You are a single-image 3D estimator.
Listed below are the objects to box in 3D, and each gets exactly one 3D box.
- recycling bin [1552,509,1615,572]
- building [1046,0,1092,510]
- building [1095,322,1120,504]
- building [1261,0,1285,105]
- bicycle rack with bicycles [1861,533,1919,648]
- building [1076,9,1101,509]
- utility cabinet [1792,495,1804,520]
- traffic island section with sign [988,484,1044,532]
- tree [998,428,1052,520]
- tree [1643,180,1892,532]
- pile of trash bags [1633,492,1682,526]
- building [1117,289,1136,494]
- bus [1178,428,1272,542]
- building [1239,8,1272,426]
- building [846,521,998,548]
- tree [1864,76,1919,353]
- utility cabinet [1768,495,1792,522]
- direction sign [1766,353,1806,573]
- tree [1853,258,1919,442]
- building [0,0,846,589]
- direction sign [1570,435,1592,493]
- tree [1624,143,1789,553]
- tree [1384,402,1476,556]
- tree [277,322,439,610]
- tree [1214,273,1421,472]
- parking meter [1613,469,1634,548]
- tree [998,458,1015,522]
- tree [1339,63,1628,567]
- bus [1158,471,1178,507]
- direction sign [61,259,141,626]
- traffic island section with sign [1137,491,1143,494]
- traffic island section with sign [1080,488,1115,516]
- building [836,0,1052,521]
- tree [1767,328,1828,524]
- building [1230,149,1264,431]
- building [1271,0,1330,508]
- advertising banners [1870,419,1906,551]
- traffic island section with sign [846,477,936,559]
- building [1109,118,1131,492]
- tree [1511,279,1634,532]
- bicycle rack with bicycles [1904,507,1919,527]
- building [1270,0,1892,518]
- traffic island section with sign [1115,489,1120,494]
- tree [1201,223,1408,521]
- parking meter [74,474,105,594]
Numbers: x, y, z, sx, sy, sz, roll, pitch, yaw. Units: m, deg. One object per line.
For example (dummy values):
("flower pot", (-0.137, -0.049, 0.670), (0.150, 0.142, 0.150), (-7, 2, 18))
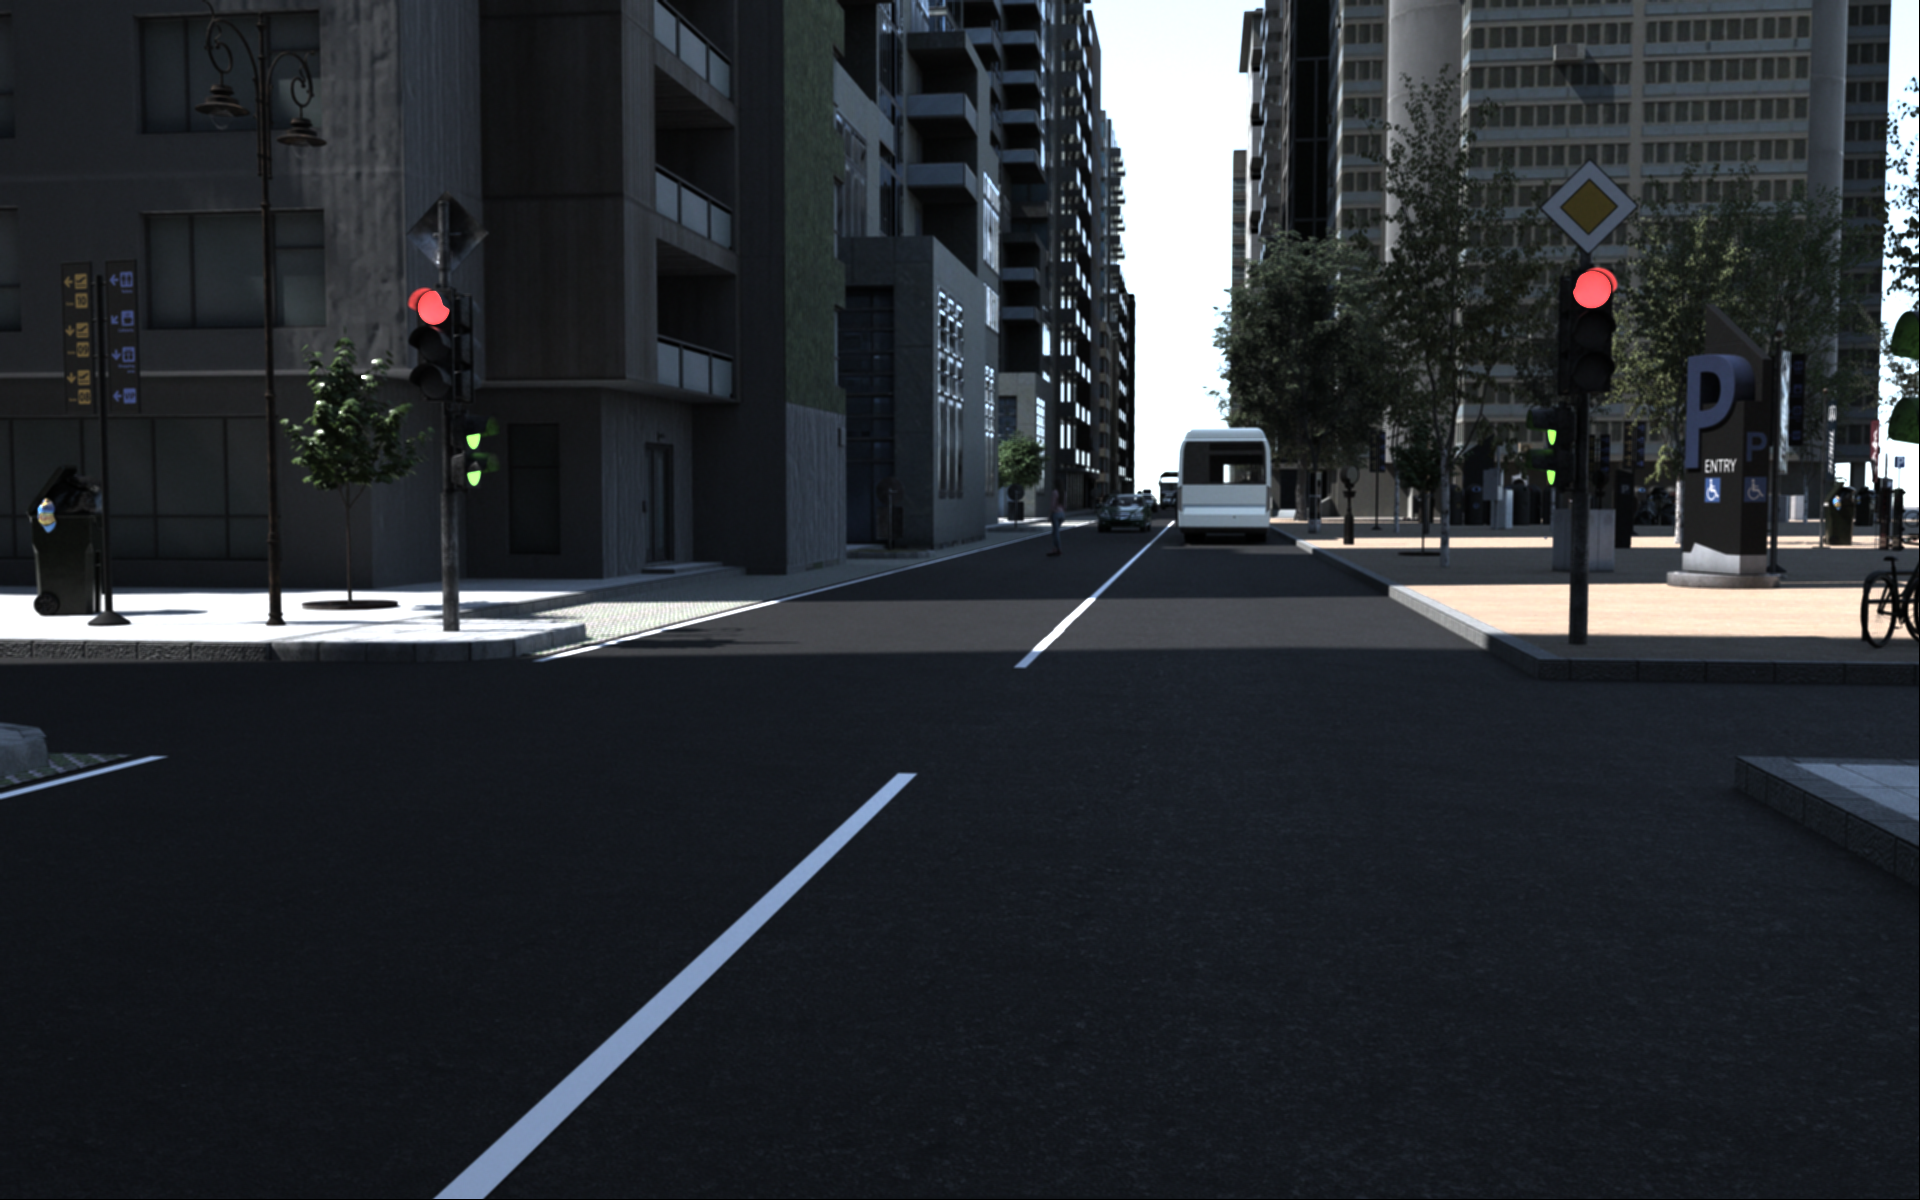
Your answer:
("recycling bin", (10.345, -0.990, 28.734), (0.722, 1.027, 0.722), (-1, 4, -19))
("building", (-1.201, -31.707, 138.011), (23.786, 49.044, 30.456), (0, 4, 8))
("building", (2.964, -21.099, 190.005), (27.650, 21.520, 28.899), (0, 4, 8))
("building", (36.814, -32.232, 146.602), (23.786, 49.044, 30.456), (0, 4, 8))
("bicycle rack with bicycles", (8.818, -0.075, 14.616), (2.925, 0.926, 2.852), (-1, 4, -17))
("building", (5.612, -31.166, 159.676), (14.600, 45.320, 14.200), (0, 4, 8))
("utility cabinet", (41.050, -4.507, 84.857), (1.020, 1.237, 0.306), (-3, 4, -38))
("traffic island section with sign", (2.141, -3.485, 65.612), (1.989, 1.847, 2.006), (0, 4, 8))
("tree", (2.965, -6.300, 86.715), (4.285, 4.588, 4.351), (0, 3, 0))
("tree", (27.263, -8.139, 58.821), (9.928, 11.665, 9.643), (0, 3, 0))
("pile of trash bags", (29.153, -3.790, 71.714), (1.912, 1.369, 3.447), (3, 4, 38))
("building", (17.101, -28.698, 240.919), (14.160, 30.474, 14.107), (0, 4, 8))
("bus", (8.449, -3.664, 54.770), (2.948, 3.499, 13.247), (1, 4, 9))
("building", (44.388, -36.457, 185.311), (28.713, 52.752, 27.495), (0, 4, 8))
("building", (-9.572, -45.571, 57.758), (22.319, 86.520, 31.000), (0, 4, 8))
("tree", (16.780, -4.774, 28.418), (4.737, 8.622, 4.395), (0, 3, 0))
("utility cabinet", (37.434, -4.172, 79.380), (0.306, 1.237, 1.020), (-3, 4, -36))
("direction sign", (13.365, -2.222, 28.327), (0.379, 3.537, 0.876), (-2, 4, -31))
("tree", (28.686, -6.160, 51.086), (4.360, 8.622, 3.978), (0, 3, 0))
("building", (-10.227, -21.092, 28.450), (14.154, 41.232, 14.086), (0, 4, 8))
("direction sign", (22.005, -4.282, 62.000), (0.379, 3.537, 0.876), (-2, 4, -34))
("tree", (15.971, -5.322, 37.378), (4.737, 8.622, 4.395), (0, 3, 0))
("tree", (9.692, -2.562, 36.487), (1.663, 3.219, 1.824), (0, 3, 0))
("tree", (-6.968, -1.518, 19.427), (1.663, 3.219, 1.824), (0, 3, 0))
("tree", (14.996, -8.439, 72.391), (8.767, 10.594, 7.601), (0, 4, 3))
("parking meter", (15.720, -2.162, 41.053), (0.399, 1.863, 0.255), (0, 4, -1))
("tree", (1.446, -5.293, 81.142), (1.663, 3.219, 1.824), (0, 3, 0))
("tree", (8.523, -4.865, 29.912), (4.737, 8.622, 4.395), (0, 3, 0))
("bus", (22.955, -12.029, 188.224), (2.896, 3.916, 12.252), (0, 4, 6))
("direction sign", (-8.355, -1.523, 16.903), (0.876, 3.537, 0.379), (1, 4, 16))
("traffic island section with sign", (24.144, -13.087, 222.600), (1.989, 1.847, 2.006), (0, 4, 8))
("traffic island section with sign", (9.023, -6.491, 114.758), (1.989, 1.847, 2.006), (0, 4, 8))
("building", (-4.914, -48.538, 106.270), (22.319, 86.520, 31.000), (0, 4, 8))
("tree", (35.766, -7.504, 73.056), (4.360, 8.622, 3.978), (0, 3, 0))
("building", (39.485, -32.033, 207.329), (14.154, 41.232, 14.086), (0, 4, 8))
("building", (31.249, -41.756, 120.969), (20.563, 71.187, 20.611), (0, 4, 8))
("advertising banners", (21.339, -2.673, 39.891), (0.090, 3.025, 2.074), (0, 4, 8))
("traffic island section with sign", (-1.602, -1.853, 38.917), (1.989, 1.847, 2.006), (0, 4, 8))
("building", (9.498, -36.657, 218.957), (23.786, 49.044, 30.456), (0, 4, 8))
("tree", (20.311, -6.623, 58.645), (4.360, 8.622, 3.978), (0, 3, 0))
("bicycle rack with bicycles", (38.701, -3.317, 67.610), (2.925, 0.926, 2.852), (3, 4, 38))
("building", (33.974, -24.904, 99.057), (32.217, 40.220, 23.993), (0, 4, 8))
("traffic island section with sign", (12.773, -8.126, 141.483), (1.989, 1.847, 2.006), (0, 4, 8))
("tree", (16.432, -10.753, 82.465), (9.857, 13.997, 8.962), (0, 3, 0))
("parking meter", (-11.200, -0.846, 22.249), (0.372, 1.533, 0.369), (0, 3, 0))
